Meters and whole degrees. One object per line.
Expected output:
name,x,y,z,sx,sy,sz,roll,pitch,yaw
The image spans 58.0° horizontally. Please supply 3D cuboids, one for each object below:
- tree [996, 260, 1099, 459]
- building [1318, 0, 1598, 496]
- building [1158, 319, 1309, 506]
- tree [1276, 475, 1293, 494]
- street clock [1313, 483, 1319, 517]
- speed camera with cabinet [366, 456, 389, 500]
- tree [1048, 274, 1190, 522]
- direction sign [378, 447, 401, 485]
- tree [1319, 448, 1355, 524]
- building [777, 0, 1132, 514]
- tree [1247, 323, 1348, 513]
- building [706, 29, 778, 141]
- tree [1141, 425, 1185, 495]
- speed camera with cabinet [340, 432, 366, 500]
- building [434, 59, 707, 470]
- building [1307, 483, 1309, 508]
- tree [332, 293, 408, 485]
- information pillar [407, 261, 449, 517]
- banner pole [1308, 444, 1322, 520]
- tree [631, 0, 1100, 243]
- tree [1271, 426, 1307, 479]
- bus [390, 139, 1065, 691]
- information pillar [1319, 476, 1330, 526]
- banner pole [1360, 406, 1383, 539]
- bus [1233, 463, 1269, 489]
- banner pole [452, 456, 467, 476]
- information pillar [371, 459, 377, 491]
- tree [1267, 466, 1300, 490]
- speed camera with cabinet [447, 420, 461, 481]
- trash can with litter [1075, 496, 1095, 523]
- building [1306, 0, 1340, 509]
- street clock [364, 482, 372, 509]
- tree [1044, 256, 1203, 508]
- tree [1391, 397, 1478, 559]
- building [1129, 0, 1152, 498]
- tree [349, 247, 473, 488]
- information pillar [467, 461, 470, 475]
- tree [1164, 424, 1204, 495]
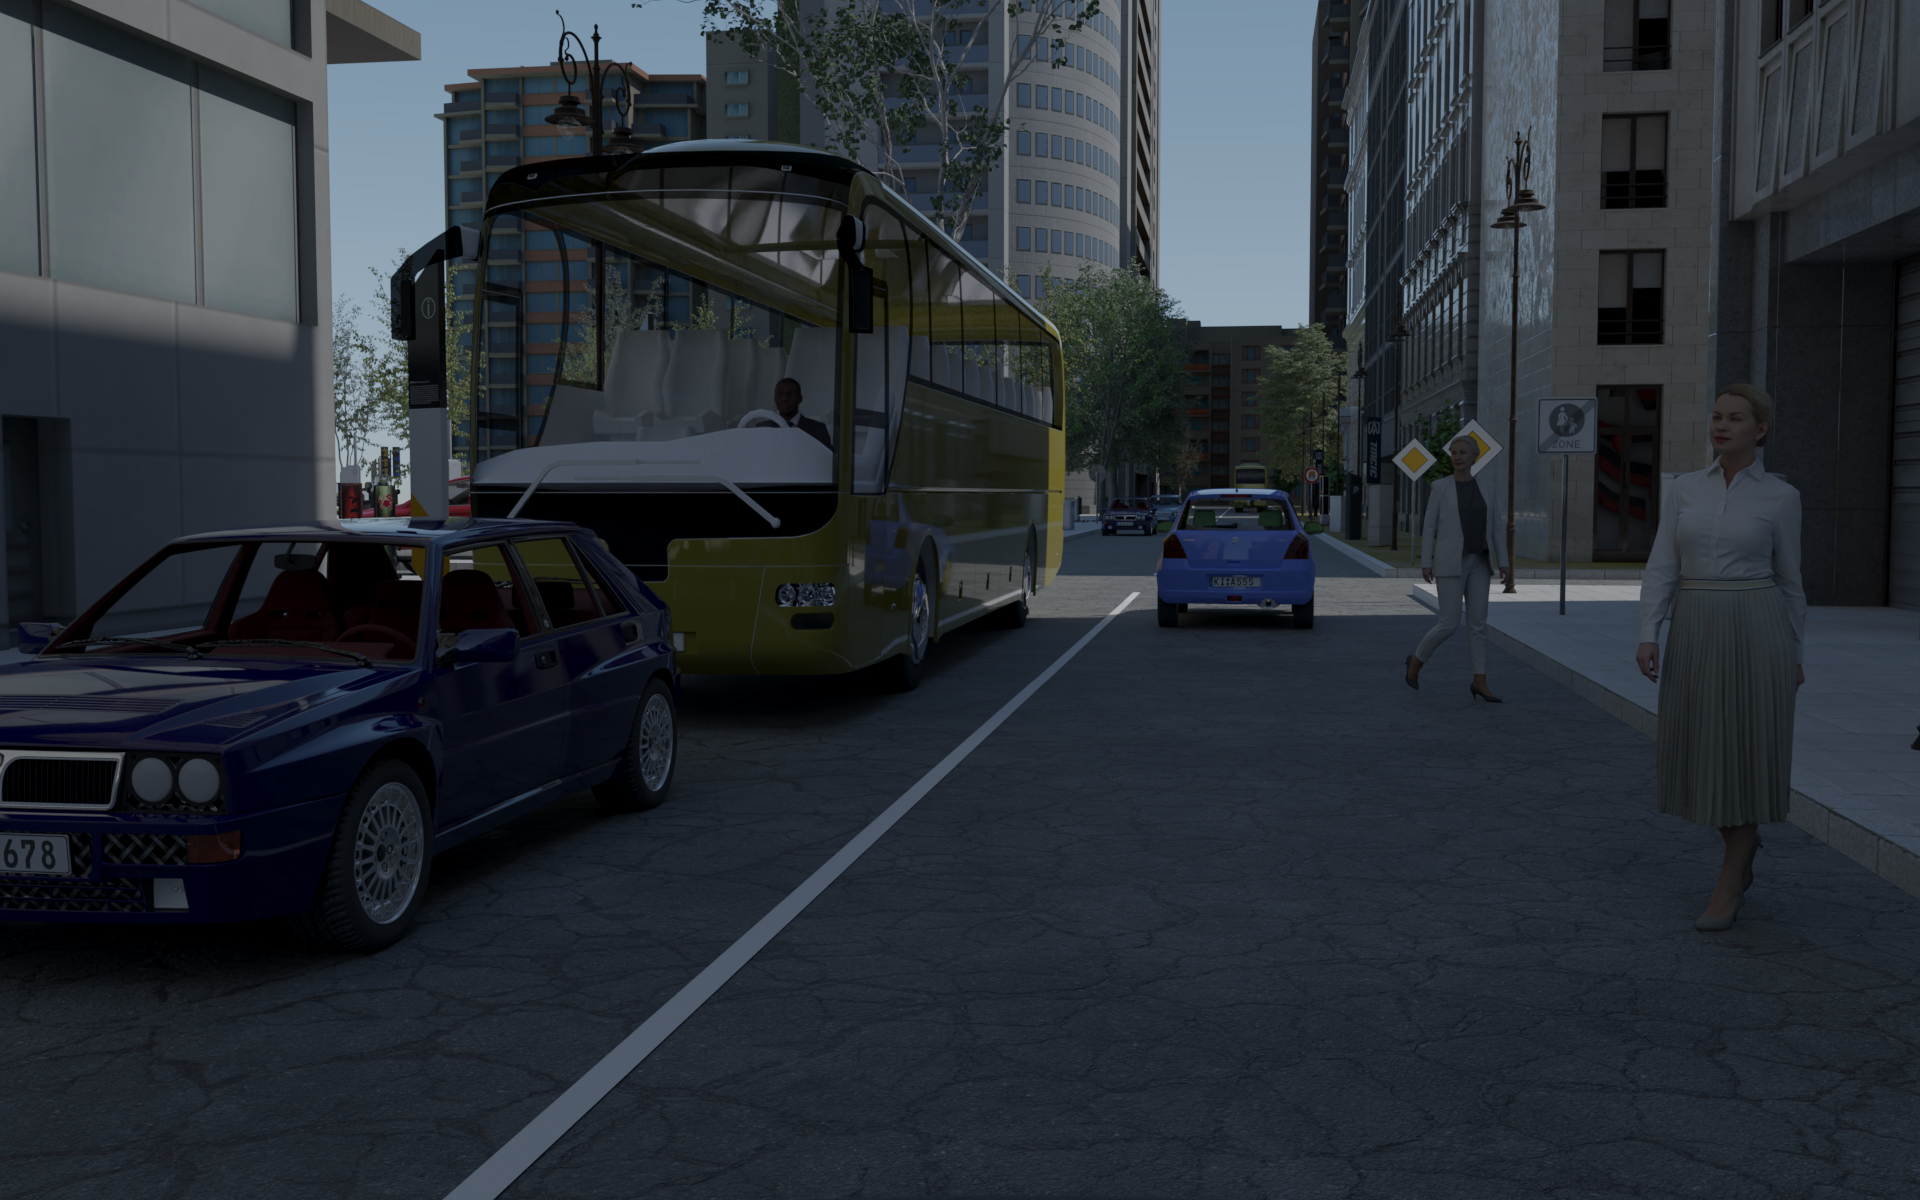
tree,2.090,-6.333,53.901,4.737,8.622,4.395,0,3,0
building,39.119,-29.241,132.718,22.147,44.769,28.867,1,4,9
building,26.554,-22.013,204.949,28.899,21.520,27.650,1,4,9
tree,30.269,-10.125,160.141,1.663,3.219,1.824,0,3,0
street clock,20.200,-5.735,98.330,0.358,2.002,0.471,0,4,-6
speed camera with cabinet,-30.381,-5.780,88.845,2.038,3.252,0.660,-2,4,-32
tree,6.868,-9.494,80.976,9.928,11.665,9.643,0,3,0
direction sign,-27.201,-5.553,82.795,0.876,3.537,0.379,-1,4,-17
tree,15.855,-4.824,73.477,1.663,3.219,1.824,0,3,0
building,0.589,-35.448,121.578,21.231,58.520,28.212,1,4,9
tree,22.887,-12.014,114.557,7.486,12.596,7.792,0,3,0
building,-12.015,-33.637,173.663,21.600,48.544,21.300,1,4,9
tree,14.982,-11.081,131.538,4.737,8.622,4.395,0,3,0
speed camera with cabinet,-19.756,-3.781,56.162,0.660,3.252,2.038,-1,4,-17
building,-36.898,-32.009,177.963,28.867,44.769,22.147,1,4,9
building,41.186,-29.690,169.018,14.154,41.232,14.086,1,4,9
tree,-22.257,-6.886,62.944,4.360,8.622,3.978,0,3,0
information pillar,-5.141,-1.555,16.781,0.504,3.616,0.183,2,4,34
banner pole,17.695,-5.868,85.965,0.863,3.779,0.401,-1,4,-15
tree,-1.831,-11.364,41.696,12.611,20.169,13.585,0,3,0
tree,34.454,-14.141,181.567,4.737,8.622,4.395,0,3,0
bus,-0.928,-1.493,15.966,2.896,3.916,12.252,1,4,10
information pillar,14.721,-4.002,69.931,0.304,2.012,0.304,-1,4,-10
banner pole,11.672,-3.636,49.474,0.863,3.779,0.401,-1,4,-16
bus,23.128,-8.946,137.820,2.896,3.916,12.252,1,4,10
banner pole,-30.744,-7.065,105.526,0.863,3.779,0.401,0,4,5
information pillar,-38.736,-7.534,114.540,0.504,3.616,0.183,2,4,31
tree,32.591,-11.674,174.583,4.285,4.588,4.351,0,3,0
speed camera with cabinet,-13.463,-3.218,46.951,0.660,3.252,2.038,2,4,28
trash can with litter,5.298,-4.132,78.616,1.678,1.210,2.233,0,4,4
building,38.483,-30.855,154.588,14.600,45.320,14.200,1,4,9
street clock,-35.018,-5.993,102.559,0.471,2.002,0.358,2,4,35
tree,8.072,-11.331,91.911,9.857,13.997,8.962,0,3,0
tree,9.734,-2.439,34.486,1.663,3.219,1.824,0,3,0
building,4.838,-31.968,146.378,21.300,48.544,21.600,1,4,9
tree,-15.894,-6.189,51.546,4.737,8.622,4.395,0,3,0
information pillar,-31.995,-7.448,113.128,0.504,3.616,0.183,3,4,39
tree,22.875,-13.936,178.209,4.360,8.622,3.978,0,3,0
